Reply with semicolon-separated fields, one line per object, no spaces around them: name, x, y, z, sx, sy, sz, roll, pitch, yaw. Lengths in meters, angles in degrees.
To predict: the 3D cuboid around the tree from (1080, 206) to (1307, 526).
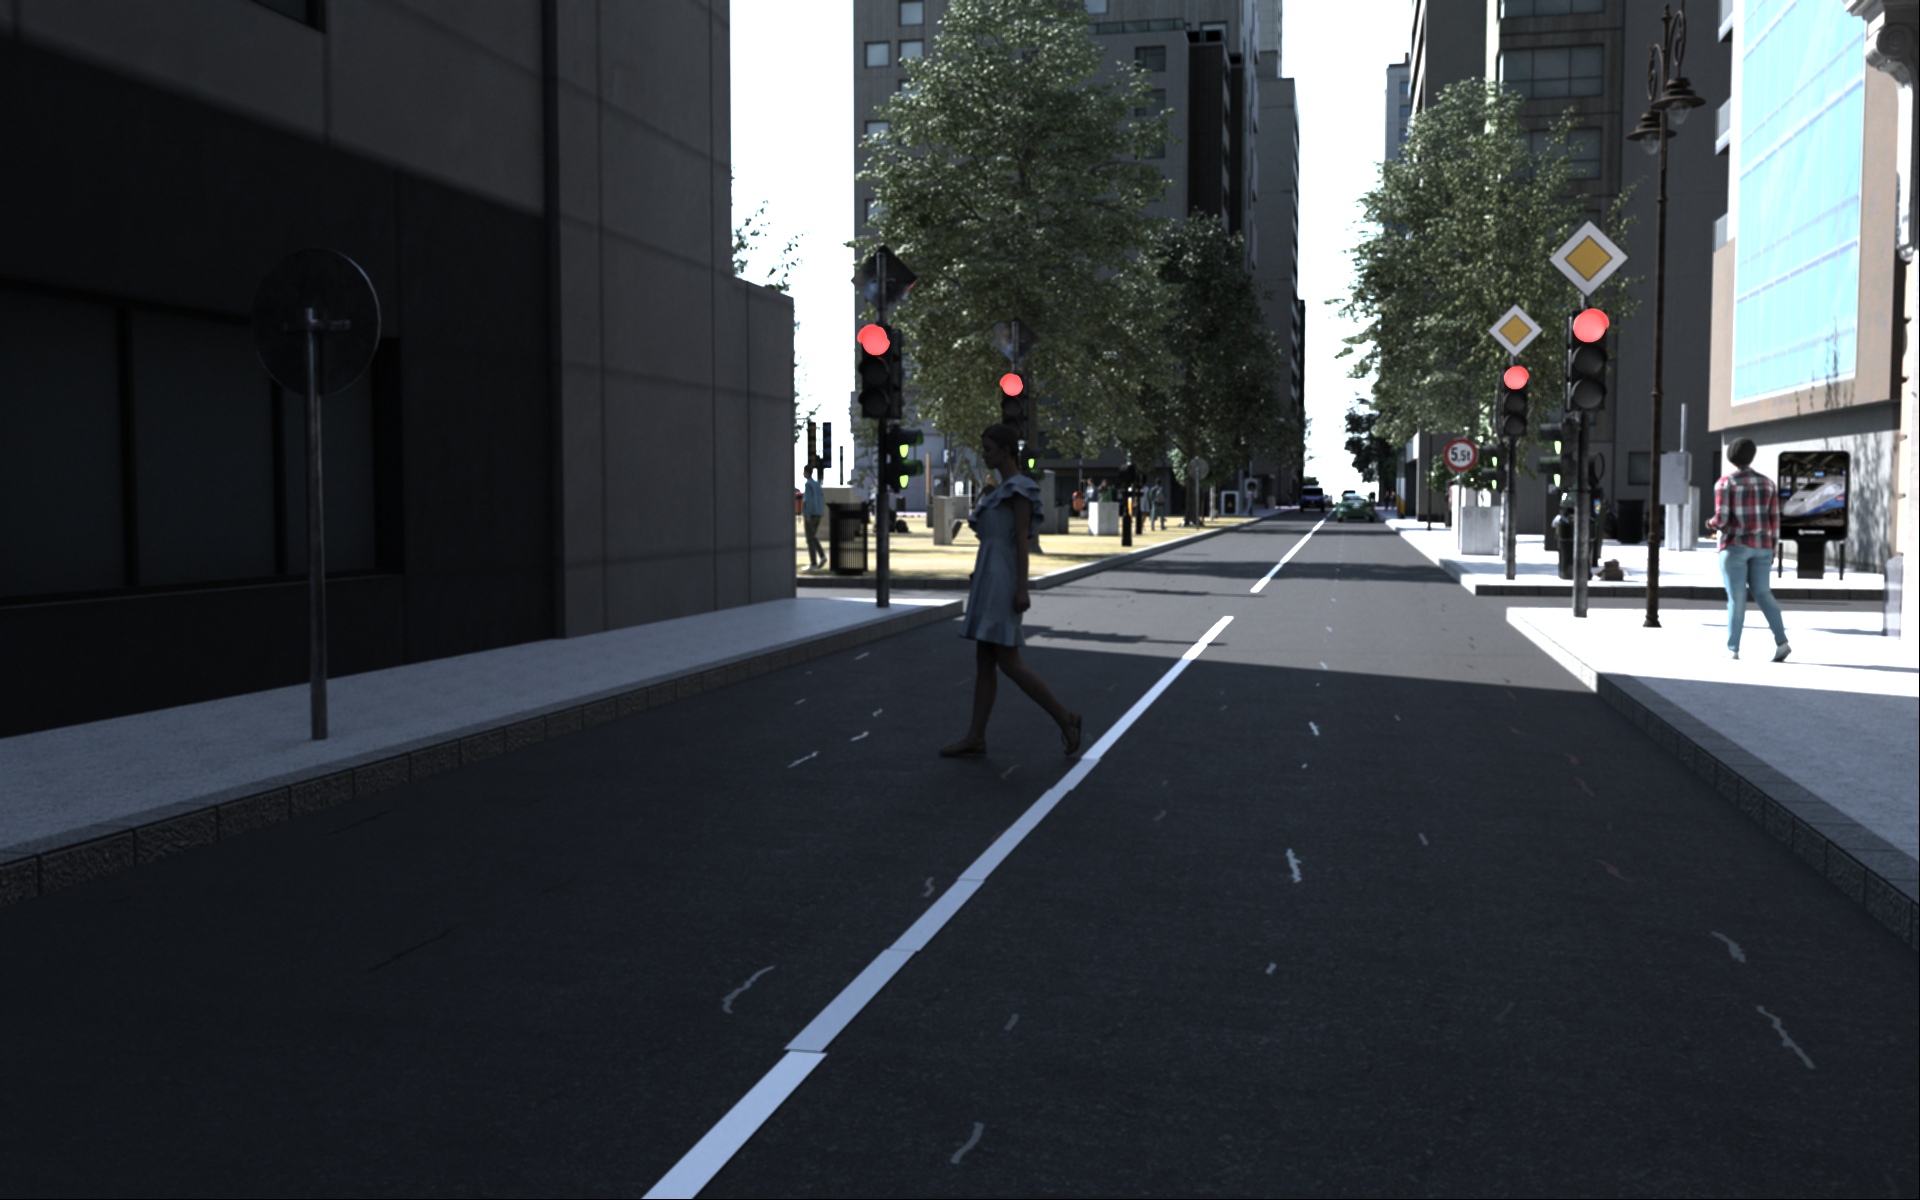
tree;9.218;-9.319;69.378;9.611;12.733;9.660;0;3;0

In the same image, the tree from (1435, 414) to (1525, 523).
tree;12.696;-2.911;42.192;1.663;3.219;1.824;0;3;0

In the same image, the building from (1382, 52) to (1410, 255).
building;68.237;-42.454;236.123;21.231;58.520;28.212;1;4;13

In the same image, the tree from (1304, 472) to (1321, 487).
tree;51.813;-16.683;256.485;4.285;4.588;4.351;0;3;0

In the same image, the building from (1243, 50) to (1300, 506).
building;27.049;-34.974;195.526;21.300;48.544;21.600;1;4;13

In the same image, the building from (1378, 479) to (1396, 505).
building;64.342;-30.859;196.421;32.217;40.220;23.993;1;4;13

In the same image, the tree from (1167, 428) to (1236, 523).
tree;10.881;-5.760;77.884;4.285;4.588;4.351;0;3;0

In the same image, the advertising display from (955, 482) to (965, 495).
advertising display;0.017;-5.119;88.906;0.123;1.923;0.974;-2;4;-26

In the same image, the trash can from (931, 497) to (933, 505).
trash can;-1.364;-5.245;97.410;0.748;1.137;0.748;0;3;0

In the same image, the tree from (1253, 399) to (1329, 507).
tree;32.521;-14.451;170.692;8.767;10.594;7.601;3;4;37

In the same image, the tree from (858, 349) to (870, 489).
tree;-3.882;-8.071;82.315;4.737;8.622;4.395;0;3;0

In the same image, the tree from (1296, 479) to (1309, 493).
tree;46.726;-14.730;235.437;1.663;3.219;1.824;0;3;0

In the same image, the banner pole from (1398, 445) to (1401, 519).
banner pole;22.181;-5.954;87.368;0.401;3.779;0.863;1;4;13

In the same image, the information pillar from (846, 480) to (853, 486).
information pillar;-5.786;-5.279;90.798;0.304;2.012;0.304;-2;4;-35

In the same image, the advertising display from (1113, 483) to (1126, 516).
advertising display;9.497;-5.954;102.568;0.974;1.923;0.123;-2;4;-27

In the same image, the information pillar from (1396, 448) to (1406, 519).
information pillar;22.454;-5.917;88.095;0.183;3.616;0.504;-3;5;-45

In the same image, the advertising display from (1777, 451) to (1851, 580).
advertising display;12.807;-1.273;26.024;0.974;1.923;0.123;3;4;38

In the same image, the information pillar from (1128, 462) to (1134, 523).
information pillar;7.665;-5.307;78.118;0.183;3.616;0.504;-1;4;-14

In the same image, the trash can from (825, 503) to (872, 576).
trash can;-1.766;-0.966;27.447;0.748;1.137;0.748;0;3;0

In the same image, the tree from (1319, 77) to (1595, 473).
tree;13.807;-7.954;48.180;7.486;12.596;7.792;0;3;0

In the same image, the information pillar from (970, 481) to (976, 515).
information pillar;0.695;-5.531;94.920;0.304;2.012;0.304;-1;4;-10

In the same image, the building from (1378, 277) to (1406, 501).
building;59.824;-27.249;217.218;14.160;30.474;14.107;1;4;13

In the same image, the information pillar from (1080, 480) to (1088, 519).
information pillar;6.425;-5.214;89.735;0.304;2.012;0.304;3;5;42

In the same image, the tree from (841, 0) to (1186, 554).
tree;1.131;-7.284;37.219;7.486;12.596;7.792;0;3;0

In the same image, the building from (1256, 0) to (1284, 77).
building;34.404;-48.456;230.500;20.563;71.187;20.611;1;4;13

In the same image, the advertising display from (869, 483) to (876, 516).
advertising display;-5.104;-5.992;103.185;0.123;1.923;0.974;-3;5;-40

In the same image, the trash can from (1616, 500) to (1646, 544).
trash can;17.227;-2.009;44.504;0.748;1.137;0.748;0;3;0

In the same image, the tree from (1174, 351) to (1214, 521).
tree;11.973;-8.155;83.698;4.737;8.622;4.395;0;3;0

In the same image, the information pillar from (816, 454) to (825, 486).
information pillar;-8.076;-6.647;100.026;0.504;3.616;0.183;-1;4;-14

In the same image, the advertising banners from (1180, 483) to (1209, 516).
advertising banners;13.375;-6.297;99.141;2.074;3.025;0.090;-2;4;-26

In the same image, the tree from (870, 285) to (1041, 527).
tree;-0.011;-6.728;60.359;4.737;8.622;4.395;0;3;0

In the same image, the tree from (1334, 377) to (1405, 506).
tree;44.015;-16.787;181.123;9.857;13.997;8.962;0;3;0

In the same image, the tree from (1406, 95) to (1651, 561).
tree;10.661;-5.046;32.869;4.737;8.622;4.395;0;3;0

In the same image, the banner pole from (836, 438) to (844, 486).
banner pole;-5.400;-5.370;77.817;0.401;3.779;0.863;2;4;26

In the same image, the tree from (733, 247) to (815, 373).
tree;-9.039;-7.623;59.047;7.601;10.594;8.767;1;4;20

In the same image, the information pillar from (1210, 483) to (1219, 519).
information pillar;13.336;-5.276;90.751;0.304;2.012;0.304;-3;5;-42

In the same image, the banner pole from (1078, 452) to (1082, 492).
banner pole;7.129;-6.909;102.972;0.401;3.779;0.863;-1;4;-13

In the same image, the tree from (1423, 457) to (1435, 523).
tree;21.339;-5.005;76.427;1.663;3.219;1.824;0;3;0

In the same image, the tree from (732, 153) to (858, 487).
tree;-5.129;-4.947;31.240;4.737;8.622;4.395;0;3;0

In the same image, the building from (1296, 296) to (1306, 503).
building;42.110;-29.127;247.922;14.160;30.474;14.107;1;4;13

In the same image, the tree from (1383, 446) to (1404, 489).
tree;26.702;-7.271;102.597;4.285;4.588;4.351;0;3;0
